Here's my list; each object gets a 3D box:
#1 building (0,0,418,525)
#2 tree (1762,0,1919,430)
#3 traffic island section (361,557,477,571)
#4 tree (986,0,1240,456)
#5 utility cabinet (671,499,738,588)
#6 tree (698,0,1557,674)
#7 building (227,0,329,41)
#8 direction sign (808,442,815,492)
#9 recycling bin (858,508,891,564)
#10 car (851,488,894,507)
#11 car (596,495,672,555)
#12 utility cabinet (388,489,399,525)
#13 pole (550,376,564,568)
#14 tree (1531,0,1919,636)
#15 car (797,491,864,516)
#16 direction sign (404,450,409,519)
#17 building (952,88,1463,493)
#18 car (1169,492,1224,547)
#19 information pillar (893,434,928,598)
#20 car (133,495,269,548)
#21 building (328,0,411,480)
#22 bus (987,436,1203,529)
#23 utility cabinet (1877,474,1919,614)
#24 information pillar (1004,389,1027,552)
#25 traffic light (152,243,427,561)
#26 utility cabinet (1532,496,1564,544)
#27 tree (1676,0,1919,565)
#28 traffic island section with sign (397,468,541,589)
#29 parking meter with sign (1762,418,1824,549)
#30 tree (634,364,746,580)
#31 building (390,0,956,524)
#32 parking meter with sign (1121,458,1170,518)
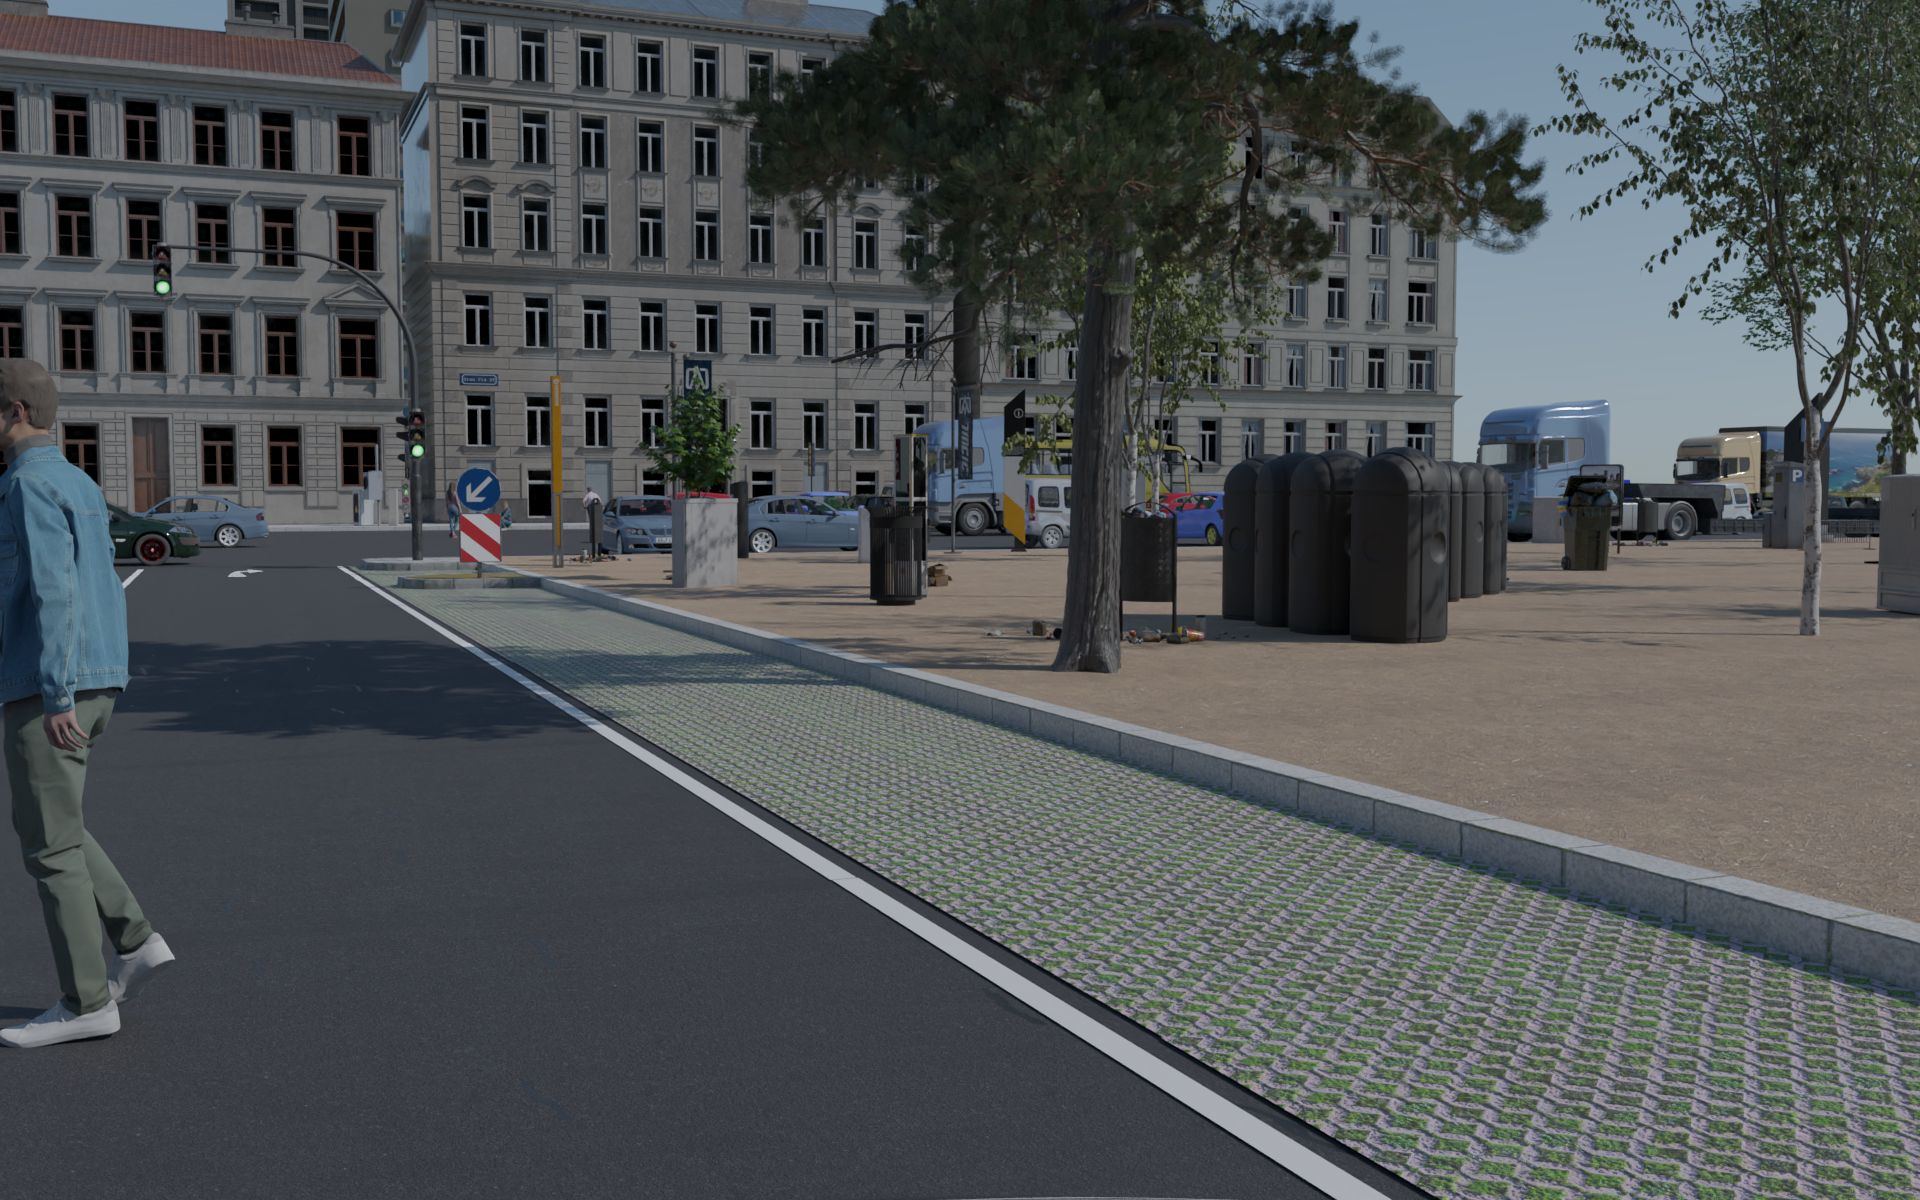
[{"bbox_3d":[-34.664,-14.552,74.085,21.152,22.565,11.583,-1,4,-23],"label":"building"},{"bbox_3d":[12.938,-4.445,23.036,4.737,8.622,4.395,0,3,0],"label":"tree"},{"bbox_3d":[-10.475,-0.686,33.497,2.009,0.180,2.903,-1,4,-23],"label":"traffic island section"},{"bbox_3d":[1.968,-4.345,21.408,4.737,8.622,4.395,0,3,0],"label":"tree"},{"bbox_3d":[-3.552,-0.791,24.091,0.306,1.237,1.020,3,4,37],"label":"utility cabinet"},{"bbox_3d":[1.051,-5.522,12.347,6.751,12.117,7.091,0,3,0],"label":"tree"},{"bbox_3d":[-84.878,-48.347,228.719,20.611,71.187,20.563,-1,4,-23],"label":"building"},{"bbox_3d":[-6.549,-5.164,76.432,0.379,3.537,0.876,1,4,13],"label":"direction sign"},{"bbox_3d":[-1.535,-1.207,32.293,0.722,1.027,0.722,0,4,-3],"label":"recycling bin"},{"bbox_3d":[-3.358,-3.242,62.796,2.009,1.686,4.222,-2,4,-23],"label":"car"},{"bbox_3d":[-7.106,-1.657,39.090,2.014,1.417,4.499,-1,4,-21],"label":"car"},{"bbox_3d":[-23.072,-3.781,70.496,0.318,1.500,1.173,-1,4,-14],"label":"utility cabinet"},{"bbox_3d":[-6.983,-2.211,29.992,0.158,3.312,0.155,0,3,0],"label":"pole"},{"bbox_3d":[7.522,-3.976,15.378,4.360,8.622,3.978,0,3,0],"label":"tree"},{"bbox_3d":[-3.665,-2.355,48.092,1.945,1.707,3.694,-1,4,-22],"label":"car"},{"bbox_3d":[-28.295,-5.926,88.890,0.876,3.537,0.379,-1,4,-8],"label":"direction sign"},{"bbox_3d":[11.212,-16.053,95.757,30.059,22.955,16.112,-1,4,-23],"label":"building"},{"bbox_3d":[7.061,-2.371,48.360,1.945,1.707,3.694,-2,4,-23],"label":"car"},{"bbox_3d":[-0.609,-1.033,21.388,0.304,2.012,0.304,3,5,41],"label":"information pillar"},{"bbox_3d":[-20.886,-2.096,46.266,4.499,1.417,2.014,-1,4,-22],"label":"car"},{"bbox_3d":[-40.677,-31.904,145.330,21.300,48.544,21.600,-1,4,-23],"label":"building"},{"bbox_3d":[4.112,-4.945,72.398,12.252,3.916,2.896,-1,4,-23],"label":"bus"},{"bbox_3d":[10.220,-0.596,18.419,0.318,1.500,1.173,0,4,0],"label":"utility cabinet"},{"bbox_3d":[1.222,-2.877,38.397,0.504,3.616,0.183,0,4,-4],"label":"information pillar"},{"bbox_3d":[-12.407,-3.532,32.415,4.771,5.953,1.251,-1,4,-23],"label":"traffic light"},{"bbox_3d":[15.465,-2.076,45.106,1.020,1.237,0.306,2,4,28],"label":"utility cabinet"},{"bbox_3d":[17.180,-6.468,31.512,9.928,11.665,9.643,0,3,0],"label":"tree"},{"bbox_3d":[-7.665,-1.115,26.866,1.989,1.847,2.006,-1,4,-23],"label":"traffic island section with sign"},{"bbox_3d":[19.470,-2.715,40.645,0.543,3.016,1.738,0,4,-5],"label":"parking meter with sign"},{"bbox_3d":[-4.060,-1.923,26.044,1.663,3.219,1.824,0,3,0],"label":"tree"},{"bbox_3d":[-13.612,-17.508,83.518,25.104,27.353,12.463,-1,4,-23],"label":"building"},{"bbox_3d":[3.476,-2.417,35.778,1.738,3.016,0.543,-1,4,-23],"label":"parking meter with sign"}]
